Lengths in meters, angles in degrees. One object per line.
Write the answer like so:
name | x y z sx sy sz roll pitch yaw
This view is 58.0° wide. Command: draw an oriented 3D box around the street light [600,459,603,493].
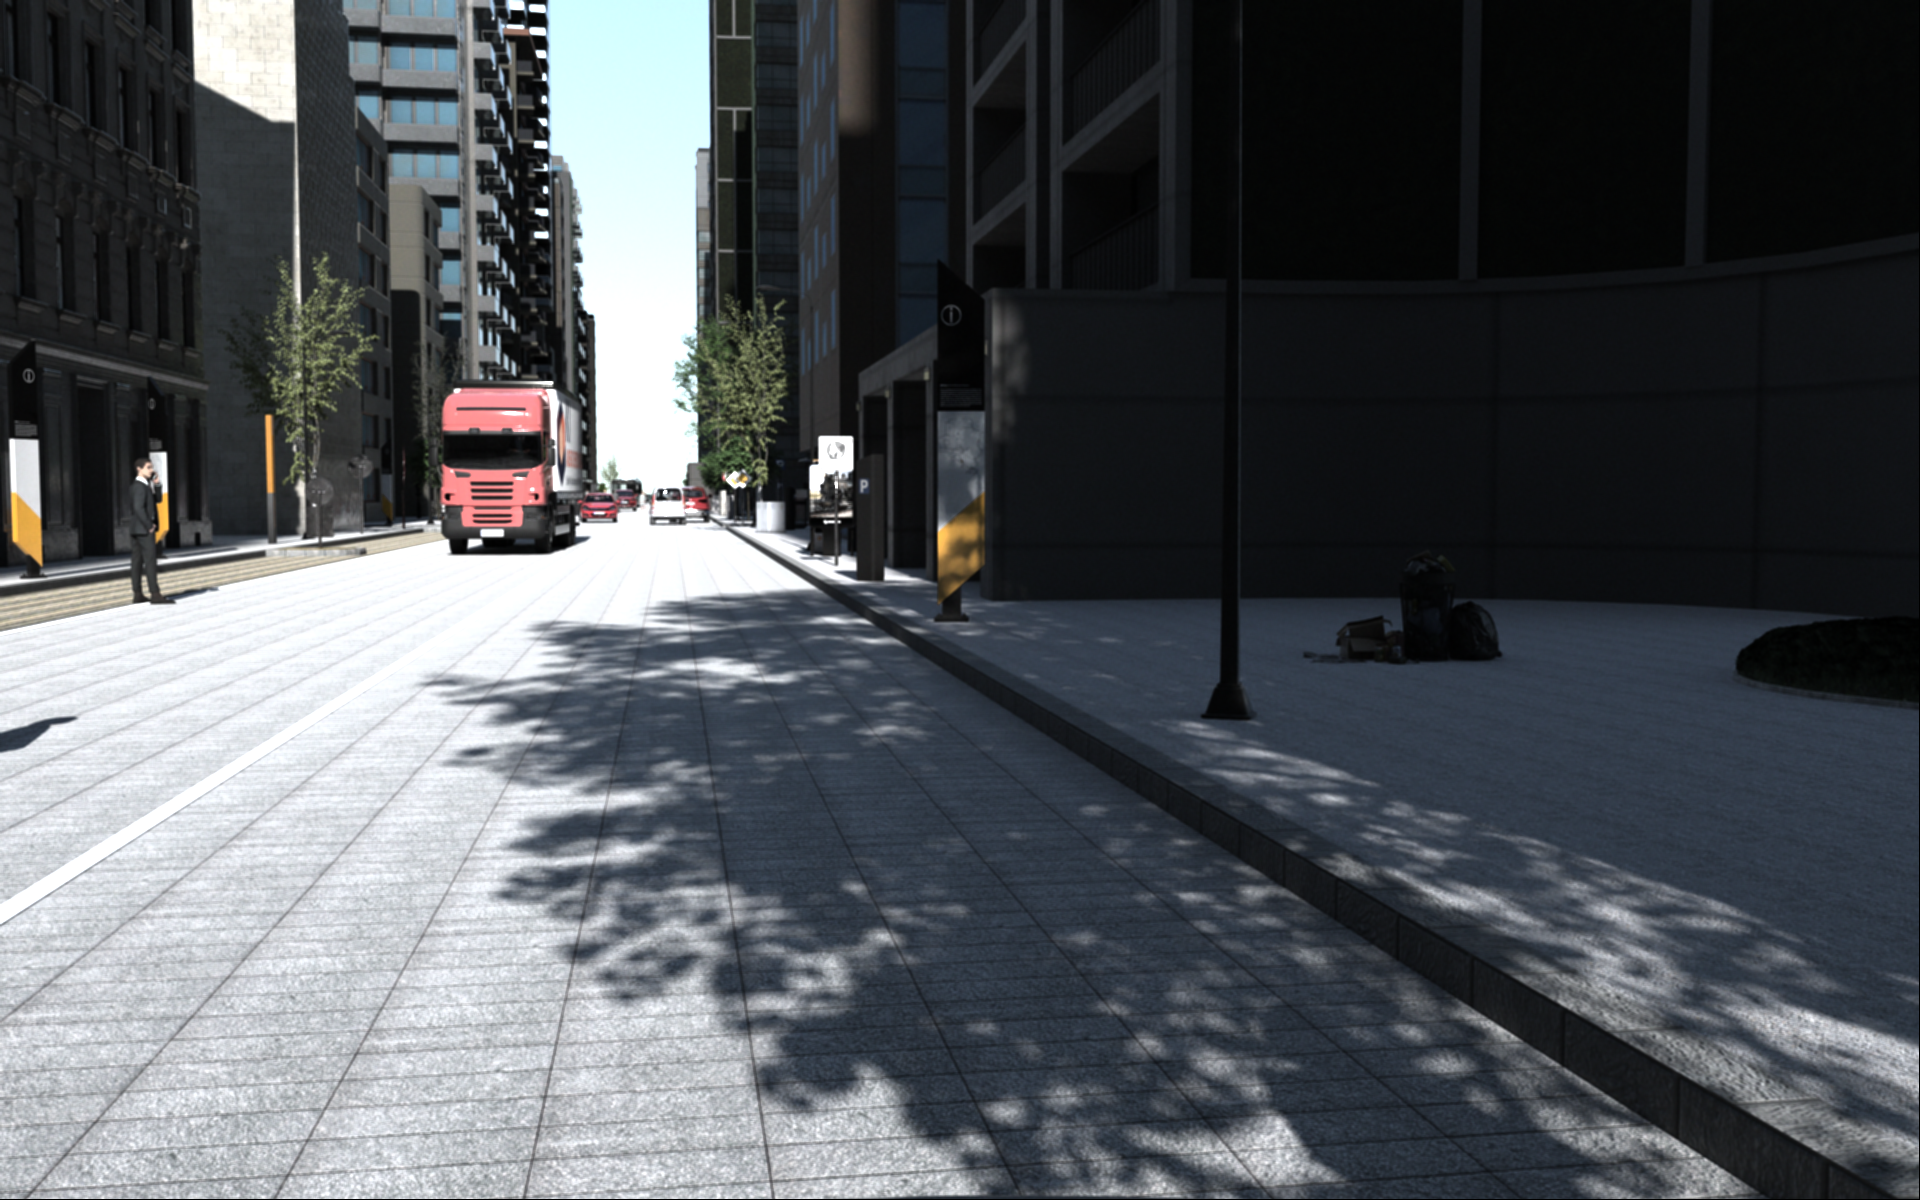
street light | -48.453 -15.849 231.673 1.470 5.913 1.316 -1 4 -9

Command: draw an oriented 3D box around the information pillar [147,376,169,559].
information pillar | -15.851 -2.622 34.228 0.504 3.616 0.183 2 4 35

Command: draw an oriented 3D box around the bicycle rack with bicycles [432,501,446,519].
bicycle rack with bicycles | -25.646 -4.608 88.726 2.852 0.926 2.925 -2 4 -31

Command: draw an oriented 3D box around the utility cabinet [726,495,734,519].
utility cabinet | -12.006 -4.849 90.445 0.306 1.237 1.020 -1 4 -13

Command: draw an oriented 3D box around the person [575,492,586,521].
person | -19.978 -5.083 91.392 0.659 1.850 0.755 -1 4 -19

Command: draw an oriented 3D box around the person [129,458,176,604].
person | -10.628 -0.908 22.709 0.474 1.900 0.648 -3 4 -38

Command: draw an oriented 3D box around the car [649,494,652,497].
car | -54.062 -17.757 300.105 2.009 1.686 4.222 0 4 -8

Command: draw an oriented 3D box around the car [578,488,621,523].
car | -18.395 -4.850 88.344 2.155 1.783 4.494 -1 4 -11

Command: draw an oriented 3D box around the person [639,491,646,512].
person | -24.781 -7.692 135.269 0.512 1.701 0.522 0 4 -6

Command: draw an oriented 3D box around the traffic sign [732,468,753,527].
traffic sign | -8.508 -3.927 67.848 0.795 2.450 0.064 -1 4 -9

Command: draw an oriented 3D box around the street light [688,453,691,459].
street light | -25.144 -11.868 166.574 1.470 5.913 1.316 -1 4 -9

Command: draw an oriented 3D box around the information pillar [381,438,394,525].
information pillar | -24.073 -4.979 72.768 0.504 3.616 0.183 2 4 24

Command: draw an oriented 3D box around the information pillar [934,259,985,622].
information pillar | -0.002 -1.589 17.340 0.504 3.616 0.183 0 4 3

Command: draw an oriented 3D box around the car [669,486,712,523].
car | -13.762 -4.862 88.173 2.281 1.827 5.304 -1 4 -8

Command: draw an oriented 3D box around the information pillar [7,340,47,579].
information pillar | -14.125 -2.130 26.178 0.183 3.616 0.504 1 4 16

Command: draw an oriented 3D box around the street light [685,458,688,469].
street light | -29.900 -13.608 195.037 1.470 5.913 1.316 -1 4 -9

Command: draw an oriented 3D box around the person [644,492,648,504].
person | -44.436 -14.385 244.244 0.990 1.755 0.434 1 4 16

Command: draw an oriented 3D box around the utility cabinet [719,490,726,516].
utility cabinet | -13.981 -5.706 101.964 0.318 1.500 1.173 -1 4 -14

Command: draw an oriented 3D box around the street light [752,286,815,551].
street light | -3.853 -4.054 38.820 1.470 5.913 1.316 -1 4 -9

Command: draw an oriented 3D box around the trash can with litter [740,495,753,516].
trash can with litter | -12.761 -5.693 104.146 1.678 1.210 2.233 -3 4 -39

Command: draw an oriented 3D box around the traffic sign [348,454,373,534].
traffic sign | -19.247 -3.397 55.641 0.768 2.556 0.104 0 4 -8

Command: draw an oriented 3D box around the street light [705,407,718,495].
street light | -12.737 -7.334 92.445 1.470 5.913 1.316 -1 4 -9

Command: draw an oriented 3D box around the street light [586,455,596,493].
street light | -44.010 -14.284 206.076 1.470 5.913 1.316 -1 4 -9

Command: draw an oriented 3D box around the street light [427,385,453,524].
street light | -21.968 -6.177 73.541 1.470 5.913 1.316 -1 4 -9

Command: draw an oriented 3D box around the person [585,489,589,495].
person | -25.193 -6.645 117.330 0.511 1.800 0.466 1 4 18

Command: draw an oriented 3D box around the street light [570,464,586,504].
street light | -39.407 -12.541 177.587 1.470 5.913 1.316 -1 4 -9

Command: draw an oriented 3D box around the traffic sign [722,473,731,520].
traffic sign | -11.424 -5.252 85.981 0.768 2.556 0.104 0 4 -5

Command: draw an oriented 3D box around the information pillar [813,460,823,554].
information pillar | -2.930 -1.988 37.001 0.304 2.012 0.304 2 4 24

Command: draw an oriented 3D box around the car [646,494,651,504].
car | -47.005 -15.069 258.170 2.131 1.459 4.920 -1 4 -11

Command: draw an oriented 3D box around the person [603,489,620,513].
person | -26.612 -7.533 131.883 1.509 1.804 0.699 -2 4 -25

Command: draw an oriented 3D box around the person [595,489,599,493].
person | -21.753 -5.805 104.248 0.643 1.720 0.563 1 4 14

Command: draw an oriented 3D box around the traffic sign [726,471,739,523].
traffic sign | -9.824 -4.409 75.725 0.795 2.450 0.064 -1 4 -9

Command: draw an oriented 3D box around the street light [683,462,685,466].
street light | -34.877 -15.404 224.398 1.470 5.913 1.316 -1 4 -9

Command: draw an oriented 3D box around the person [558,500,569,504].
person | -17.856 -4.218 77.633 0.590 1.801 0.661 3 5 42

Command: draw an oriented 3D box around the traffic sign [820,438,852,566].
traffic sign | -2.207 -1.758 30.866 0.606 2.300 0.079 0 4 -1

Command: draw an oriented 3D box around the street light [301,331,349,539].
street light | -18.039 -4.691 49.245 1.470 5.913 1.316 -1 4 -9

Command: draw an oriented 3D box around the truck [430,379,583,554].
truck | -11.463 -3.419 44.810 2.839 4.237 11.283 0 4 -8

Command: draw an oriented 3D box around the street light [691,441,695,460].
street light | -22.312 -10.841 149.795 1.470 5.913 1.316 -1 4 -9

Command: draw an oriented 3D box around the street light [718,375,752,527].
street light | -8.602 -5.825 67.784 1.470 5.913 1.316 -1 4 -9

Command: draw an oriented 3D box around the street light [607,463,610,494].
street light | -53.189 -17.590 260.139 1.470 5.913 1.316 -1 4 -9

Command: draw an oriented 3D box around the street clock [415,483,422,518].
street clock | -28.517 -5.300 91.225 0.358 2.002 0.471 -2 4 -30

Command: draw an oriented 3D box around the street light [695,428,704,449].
street light | -17.616 -9.094 121.229 1.470 5.913 1.316 -1 4 -9

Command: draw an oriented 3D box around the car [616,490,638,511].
car | -28.121 -8.340 145.037 2.281 1.827 5.304 -1 4 -11

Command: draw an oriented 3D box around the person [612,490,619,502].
person | -27.633 -7.938 138.689 0.661 1.777 0.834 -1 4 -14

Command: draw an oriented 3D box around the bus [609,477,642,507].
bus | -35.945 -11.748 186.933 2.948 3.499 13.247 0 4 -8

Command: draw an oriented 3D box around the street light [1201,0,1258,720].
street light | 1.018 -2.274 9.719 1.470 5.913 1.316 -1 4 -9
